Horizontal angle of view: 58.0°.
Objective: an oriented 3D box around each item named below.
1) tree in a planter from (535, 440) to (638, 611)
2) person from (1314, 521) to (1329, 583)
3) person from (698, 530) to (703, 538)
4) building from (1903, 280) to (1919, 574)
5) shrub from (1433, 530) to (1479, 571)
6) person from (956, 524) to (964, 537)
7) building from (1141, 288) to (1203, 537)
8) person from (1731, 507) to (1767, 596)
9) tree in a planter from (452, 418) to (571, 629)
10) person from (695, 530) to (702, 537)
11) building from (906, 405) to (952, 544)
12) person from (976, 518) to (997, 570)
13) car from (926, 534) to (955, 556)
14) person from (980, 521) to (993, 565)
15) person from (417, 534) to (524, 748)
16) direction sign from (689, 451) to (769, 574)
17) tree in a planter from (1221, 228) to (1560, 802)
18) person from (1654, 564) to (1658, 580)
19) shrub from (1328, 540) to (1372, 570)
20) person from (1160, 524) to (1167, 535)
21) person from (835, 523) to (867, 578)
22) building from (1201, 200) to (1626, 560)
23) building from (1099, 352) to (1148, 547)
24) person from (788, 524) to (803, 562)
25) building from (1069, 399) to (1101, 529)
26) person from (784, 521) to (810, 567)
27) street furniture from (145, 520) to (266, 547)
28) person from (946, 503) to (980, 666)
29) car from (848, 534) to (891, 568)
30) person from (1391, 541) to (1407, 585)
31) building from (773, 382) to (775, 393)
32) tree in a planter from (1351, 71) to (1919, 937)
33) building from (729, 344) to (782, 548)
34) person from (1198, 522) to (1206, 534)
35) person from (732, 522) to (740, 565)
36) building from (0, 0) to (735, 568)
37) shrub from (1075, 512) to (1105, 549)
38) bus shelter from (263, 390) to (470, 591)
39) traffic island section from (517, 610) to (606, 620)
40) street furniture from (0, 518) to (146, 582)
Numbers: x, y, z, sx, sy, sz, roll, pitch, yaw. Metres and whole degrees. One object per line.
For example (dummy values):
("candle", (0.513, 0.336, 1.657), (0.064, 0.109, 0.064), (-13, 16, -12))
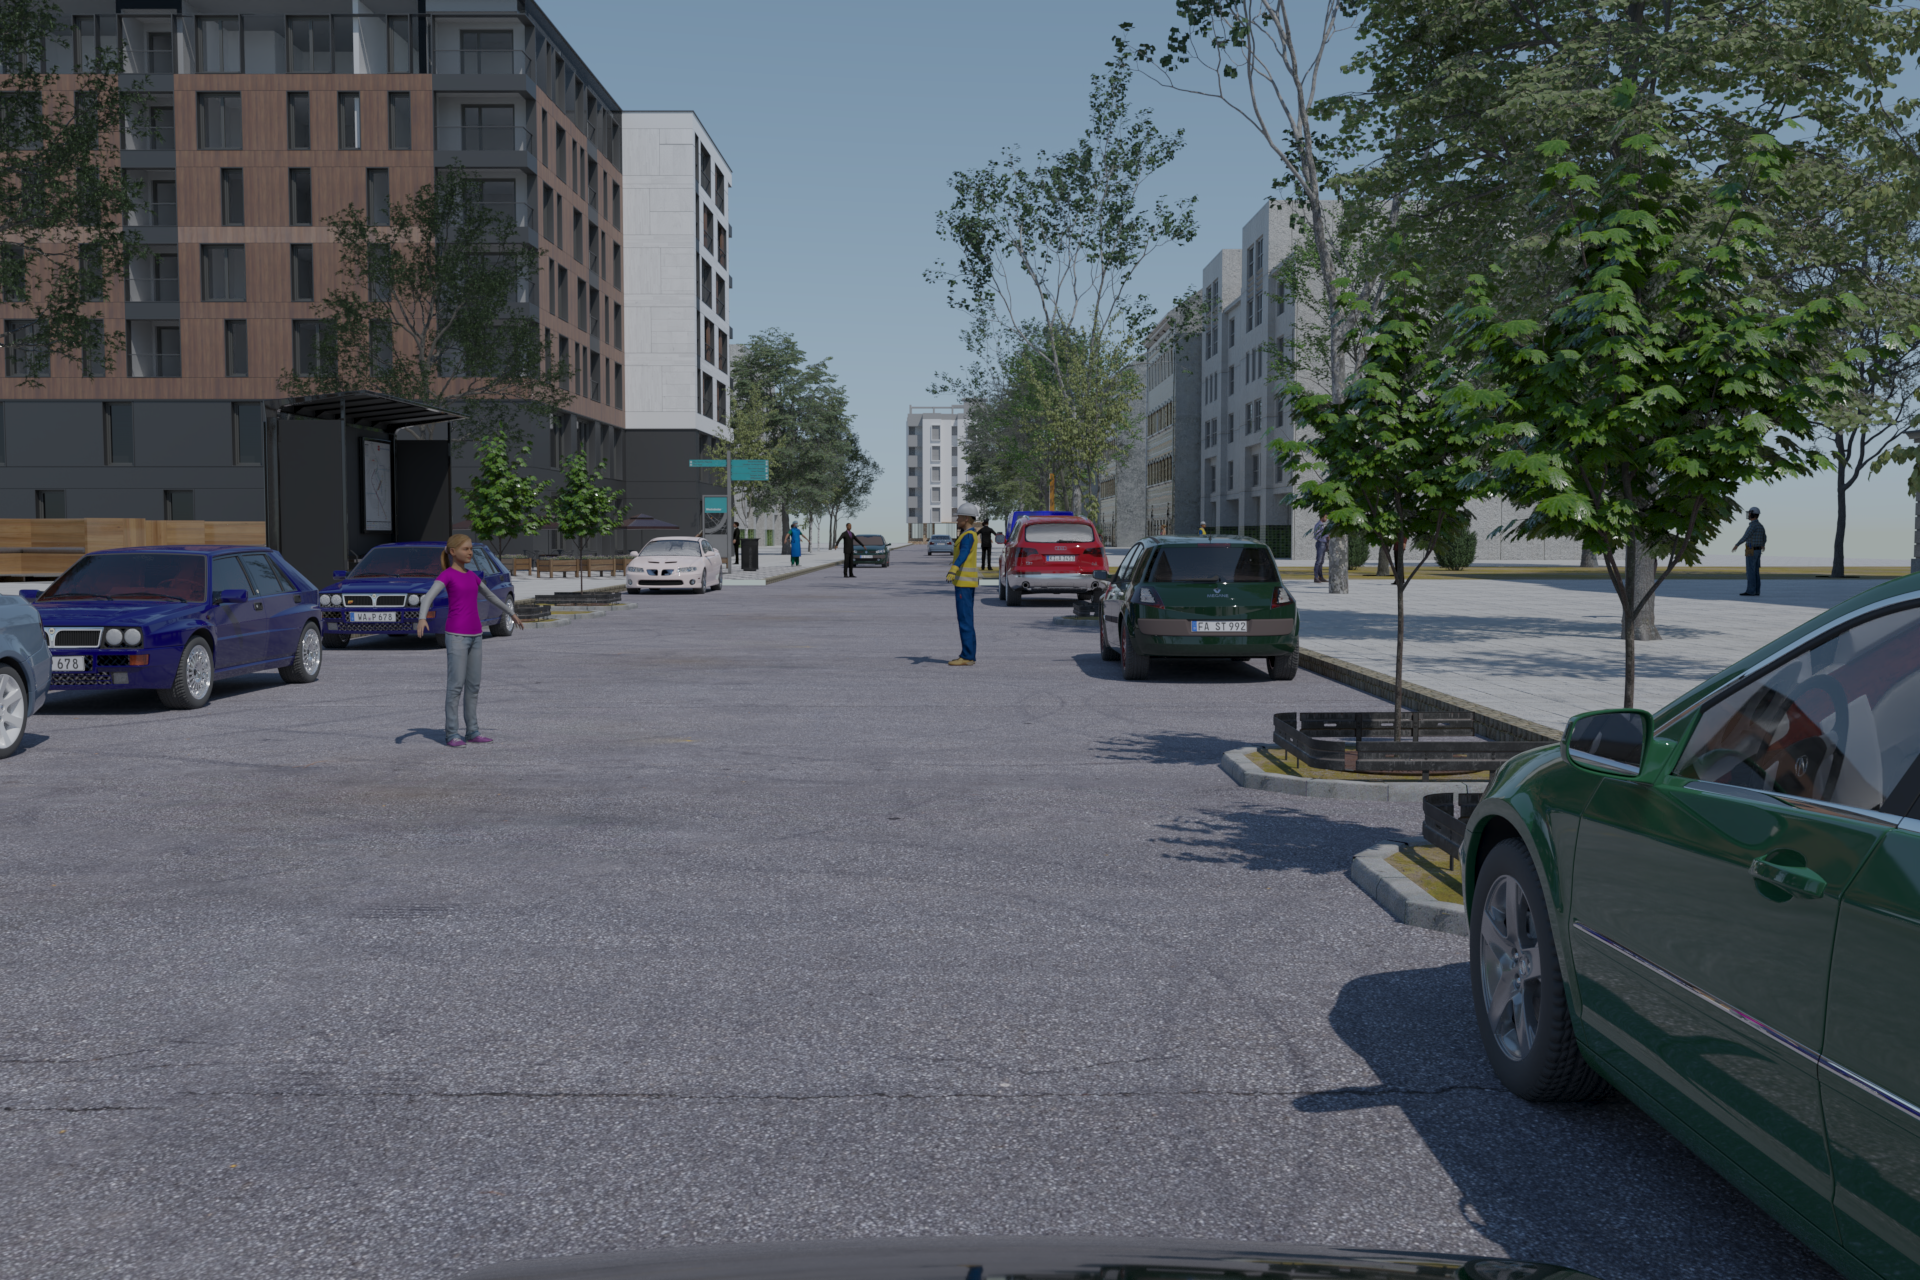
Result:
("tree in a planter", (-7.243, -2.191, 33.047), (1.991, 3.239, 1.994), (0, 4, 0))
("person", (9.616, -2.425, 45.568), (0.599, 1.838, 0.709), (2, 4, 24))
("person", (-10.828, -4.141, 73.841), (0.704, 1.812, 1.346), (2, 4, 33))
("building", (28.506, -12.585, 24.842), (14.460, 24.649, 34.723), (0, 4, 0))
("shrub", (17.325, -3.439, 60.648), (1.690, 2.028, 1.600), (0, 3, 0))
("person", (0.047, -2.106, 42.663), (0.705, 1.856, 1.354), (0, 4, 2))
("building", (23.943, -18.143, 127.570), (19.493, 23.208, 18.063), (0, 4, 0))
("person", (16.464, -1.845, 36.012), (1.345, 1.849, 0.704), (-3, 5, -40))
("tree in a planter", (-7.172, -1.819, 26.962), (1.991, 3.239, 1.994), (0, 4, -1))
("person", (-11.543, -4.460, 78.775), (1.347, 1.847, 0.705), (1, 4, 10))
("building", (-7.253, -23.593, 244.628), (11.380, 20.090, 16.016), (0, 4, -1))
("person", (0.948, -3.397, 61.481), (1.347, 1.837, 0.705), (1, 4, 17))
("car", (-1.282, -6.348, 115.794), (2.014, 1.417, 4.499), (0, 4, 0))
("person", (1.043, -3.948, 70.735), (0.705, 1.806, 1.347), (-1, 4, -18))
("person", (-3.315, 0.001, 11.712), (0.599, 1.433, 0.991), (2, 4, 27))
("direction sign", (-7.392, -4.116, 56.058), (2.525, 3.948, 1.411), (0, 4, 0))
("tree in a planter", (2.598, -0.792, 10.168), (1.991, 3.239, 1.994), (0, 3, 0))
("person", (10.343, -1.034, 26.146), (0.628, 1.438, 0.799), (-1, 4, -12))
("shrub", (13.816, -3.521, 61.602), (1.661, 2.075, 1.752), (0, 3, 0))
("person", (9.488, -4.573, 81.577), (0.721, 1.733, 1.217), (1, 4, 13))
("person", (-3.637, -2.948, 56.879), (1.346, 1.802, 0.704), (-3, 5, -45))
("building", (24.648, -14.312, 100.457), (16.747, 18.905, 31.486), (0, 4, 0))
("building", (24.198, -21.053, 175.143), (19.493, 23.208, 18.063), (0, 4, 0))
("person", (-7.344, -4.309, 77.178), (0.721, 1.740, 1.216), (-2, 4, -34))
("building", (23.559, -23.780, 219.734), (19.493, 23.208, 18.063), (0, 4, 0))
("person", (-6.467, -3.805, 68.336), (0.704, 1.817, 1.347), (3, 5, 42))
("street furniture", (-26.923, -3.294, 60.707), (11.010, 1.723, 9.812), (-1, 4, -21))
("person", (-0.016, -0.614, 18.967), (0.721, 1.772, 1.216), (0, 4, 7))
("car", (-3.951, -3.979, 74.837), (2.009, 1.686, 4.222), (0, 4, 0))
("person", (10.988, -2.251, 43.605), (0.721, 1.729, 1.215), (0, 4, -6))
("building", (-27.693, -21.163, 202.434), (16.016, 20.090, 11.380), (0, 4, -1))
("tree in a planter", (2.624, -0.582, 6.743), (1.991, 3.239, 1.994), (0, 4, 0))
("building", (-28.383, -19.010, 177.266), (16.747, 18.905, 31.486), (0, 4, 0))
("person", (10.683, -4.286, 76.050), (0.705, 1.833, 1.349), (1, 4, 22))
("person", (-9.451, -4.086, 72.997), (0.705, 1.806, 1.347), (0, 4, -7))
("building", (-26.775, -14.544, 81.772), (27.936, 21.610, 32.646), (0, 3, 0))
("shrub", (4.182, -3.426, 60.055), (1.661, 2.075, 1.752), (0, 3, 0))
("bus shelter", (-10.549, -2.448, 31.315), (1.731, 3.624, 6.357), (0, 4, 0))
("traffic island section", (-7.190, -0.426, 29.834), (1.991, 0.108, 1.994), (0, 4, 0))
("street furniture", (-26.797, -2.648, 50.143), (11.010, 1.723, 9.812), (2, 4, 26))
